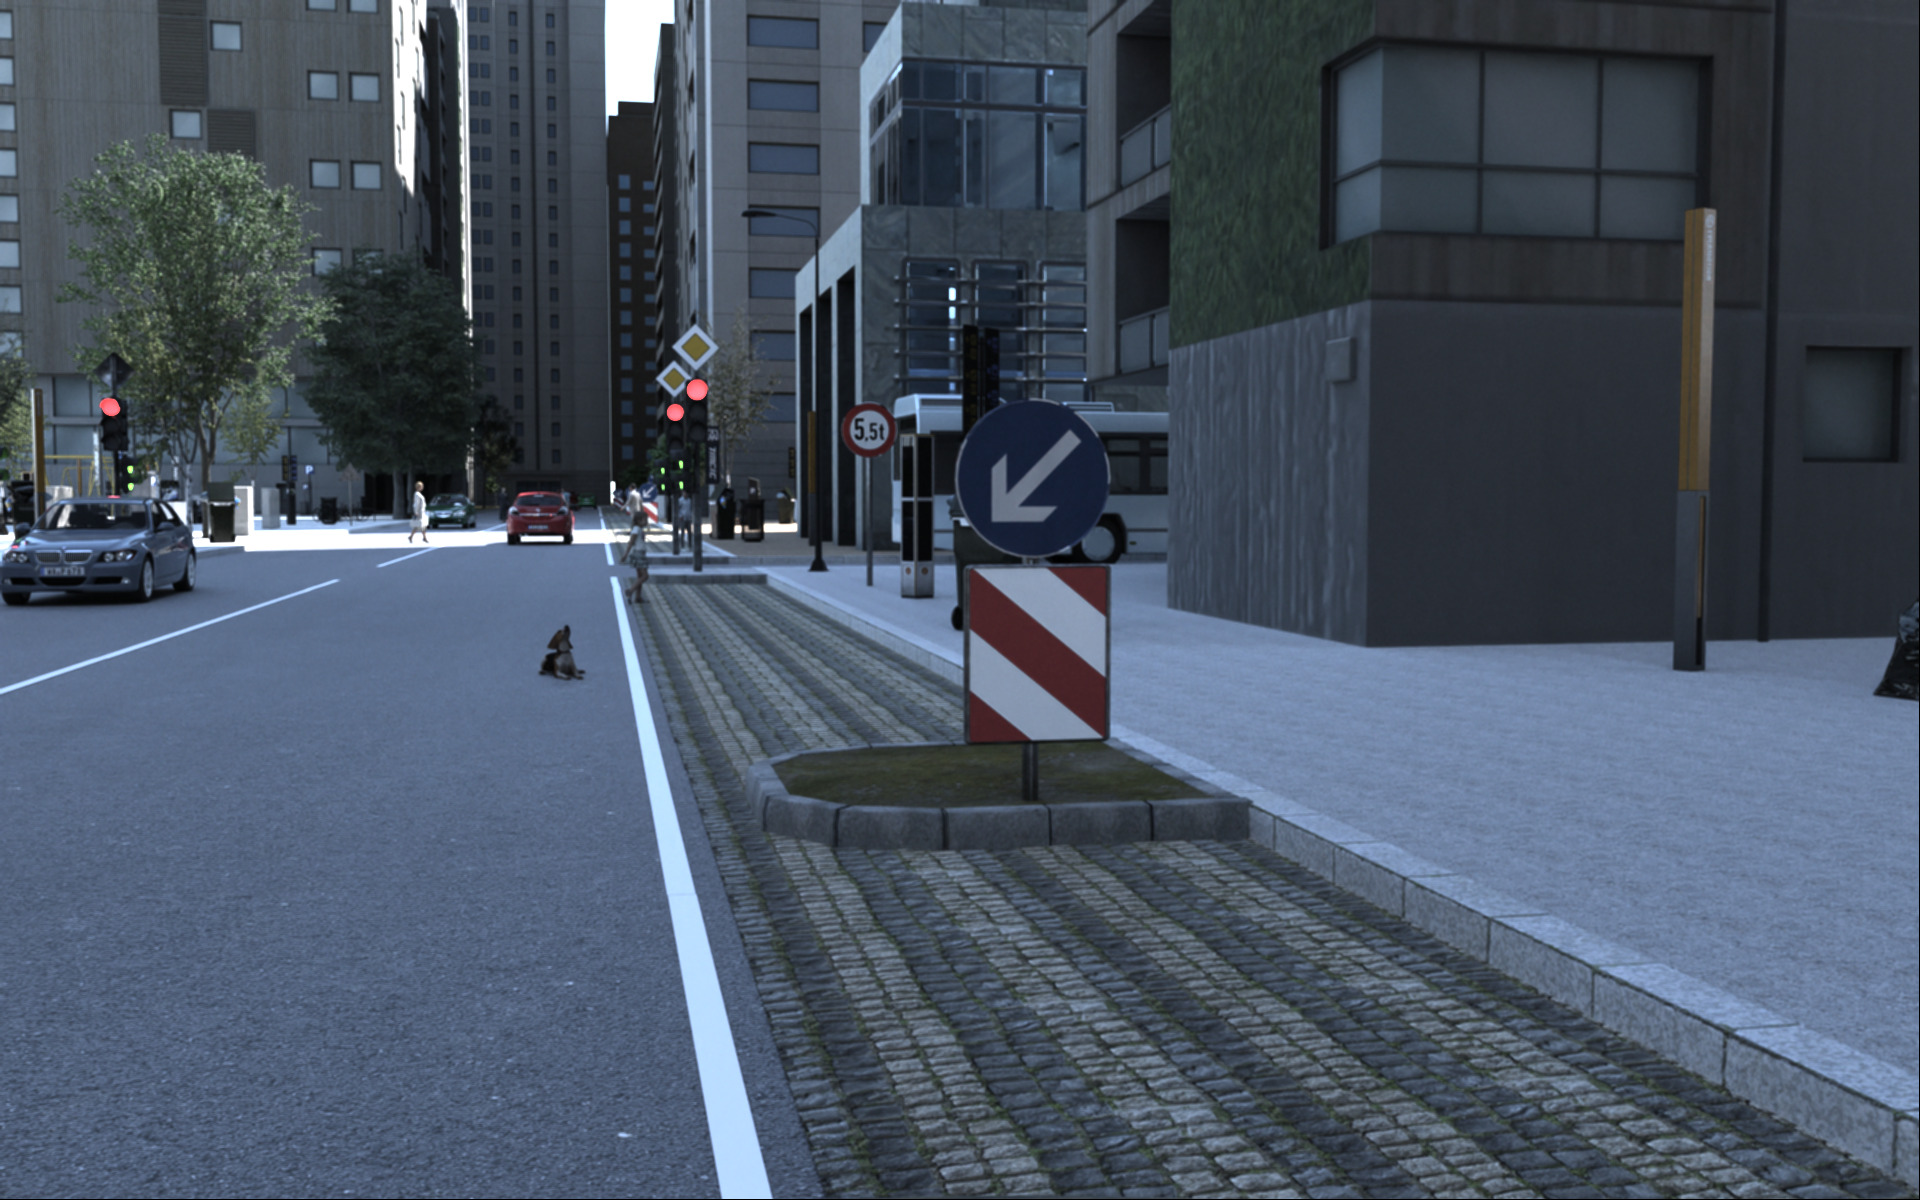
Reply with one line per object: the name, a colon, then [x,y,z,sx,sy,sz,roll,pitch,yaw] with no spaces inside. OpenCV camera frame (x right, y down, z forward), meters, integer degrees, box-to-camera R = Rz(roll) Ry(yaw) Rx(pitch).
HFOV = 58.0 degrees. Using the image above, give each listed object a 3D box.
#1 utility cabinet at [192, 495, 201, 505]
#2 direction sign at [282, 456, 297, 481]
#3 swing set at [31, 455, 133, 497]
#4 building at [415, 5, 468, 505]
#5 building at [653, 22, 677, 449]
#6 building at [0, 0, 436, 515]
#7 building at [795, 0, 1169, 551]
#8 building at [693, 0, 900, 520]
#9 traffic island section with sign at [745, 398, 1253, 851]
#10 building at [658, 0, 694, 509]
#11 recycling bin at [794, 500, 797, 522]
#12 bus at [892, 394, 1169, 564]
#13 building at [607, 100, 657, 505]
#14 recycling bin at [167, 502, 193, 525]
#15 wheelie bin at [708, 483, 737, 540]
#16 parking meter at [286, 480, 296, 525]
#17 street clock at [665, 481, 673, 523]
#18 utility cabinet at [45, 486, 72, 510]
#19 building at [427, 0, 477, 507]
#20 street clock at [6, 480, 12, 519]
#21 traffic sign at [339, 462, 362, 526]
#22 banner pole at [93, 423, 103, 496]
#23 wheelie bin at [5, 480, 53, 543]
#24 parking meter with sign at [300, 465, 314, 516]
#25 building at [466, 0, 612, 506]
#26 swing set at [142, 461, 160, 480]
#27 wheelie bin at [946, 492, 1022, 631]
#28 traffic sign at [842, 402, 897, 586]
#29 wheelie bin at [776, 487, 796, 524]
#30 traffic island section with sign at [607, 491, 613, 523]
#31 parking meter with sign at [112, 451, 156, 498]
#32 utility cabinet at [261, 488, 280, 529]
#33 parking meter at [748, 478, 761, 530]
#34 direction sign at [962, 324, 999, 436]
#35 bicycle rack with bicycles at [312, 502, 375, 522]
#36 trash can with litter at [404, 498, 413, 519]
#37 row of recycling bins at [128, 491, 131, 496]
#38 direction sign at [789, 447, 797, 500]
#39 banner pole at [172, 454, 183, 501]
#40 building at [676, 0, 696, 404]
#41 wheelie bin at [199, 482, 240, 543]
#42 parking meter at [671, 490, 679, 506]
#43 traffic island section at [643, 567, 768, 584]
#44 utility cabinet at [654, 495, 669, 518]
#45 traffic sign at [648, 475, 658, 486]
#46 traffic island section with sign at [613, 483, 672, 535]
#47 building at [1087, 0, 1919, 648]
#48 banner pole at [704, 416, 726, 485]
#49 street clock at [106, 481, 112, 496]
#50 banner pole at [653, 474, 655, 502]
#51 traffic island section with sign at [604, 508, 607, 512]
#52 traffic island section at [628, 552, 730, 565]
utility cabinet: [-43.818,-5.445,100.192,1.020,1.237,0.306,-1,4,-16]
direction sign: [-39.497,-6.734,102.090,0.876,3.537,0.379,0,4,3]
swing set: [-37.202,-4.641,73.505,3.119,2.851,2.862,-1,4,-16]
building: [-47.957,-27.920,140.092,14.154,41.232,14.086,-1,4,-12]
building: [-19.552,-33.688,174.498,21.300,48.544,21.600,-1,4,-12]
building: [-50.964,-32.314,117.577,28.713,52.752,27.495,-1,4,-12]
building: [10.690,-45.116,50.325,31.000,86.520,22.319,-1,4,-12]
building: [-4.528,-34.018,98.193,21.231,58.520,28.212,-1,4,-12]
traffic island section with sign: [0.048,0.044,7.901,1.989,1.847,2.006,-1,4,-12]
building: [-16.639,-43.707,152.857,20.563,71.187,20.611,-1,4,-12]
recycling bin: [-7.208,-4.039,78.597,0.722,1.027,0.722,-3,5,-43]
bus: [5.391,-2.406,34.198,13.247,3.499,2.948,-1,4,-13]
building: [-33.540,-33.728,201.558,14.200,45.320,14.600,-1,4,-12]
recycling bin: [-25.339,-2.657,55.999,0.722,1.027,0.722,2,4,33]
wheelie bin: [-6.721,-2.519,49.096,0.693,1.594,0.980,-2,4,-31]
parking meter: [-27.989,-4.083,72.465,0.255,1.863,0.399,-3,5,-44]
street clock: [-12.956,-4.443,77.217,0.358,2.002,0.471,-2,4,-31]
utility cabinet: [-25.249,-2.438,48.534,0.318,1.500,1.173,0,4,-4]
building: [-58.392,-44.528,166.289,20.611,71.187,20.563,-1,4,-12]
street clock: [-49.455,-5.245,90.318,0.471,2.002,0.358,2,4,23]
traffic sign: [-24.604,-4.276,69.917,0.884,2.594,0.081,0,4,-7]
banner pole: [-30.308,-4.338,60.951,0.863,3.779,0.401,3,5,44]
wheelie bin: [-21.521,-1.966,40.051,0.980,1.594,0.693,-2,4,-26]
parking meter with sign: [-39.318,-6.602,104.207,0.543,3.016,1.738,0,4,-7]
building: [-55.080,-40.279,200.554,28.212,58.520,21.231,-1,4,-12]
swing set: [-39.843,-5.188,82.445,3.119,2.851,2.862,-3,5,-42]
wheelie bin: [0.310,-0.514,16.304,0.980,1.594,0.693,2,4,29]
traffic sign: [-1.259,-1.469,24.124,0.768,2.556,0.104,0,4,-2]
wheelie bin: [-7.409,-4.019,73.620,0.693,1.594,0.980,1,4,13]
traffic island section with sign: [-16.656,-4.818,87.407,1.989,1.847,2.006,-1,4,-12]
parking meter with sign: [-27.317,-3.772,57.931,1.738,3.016,0.543,0,4,-2]
utility cabinet: [-25.426,-3.379,63.927,0.318,1.500,1.173,0,4,-4]
parking meter: [-7.363,-3.448,62.080,0.399,1.863,0.255,1,4,17]
direction sign: [0.285,-1.929,23.536,0.379,3.537,0.876,2,4,33]
bicycle rack with bicycles: [-28.872,-4.143,81.125,2.925,0.926,2.852,-3,5,-43]
trash can with litter: [-28.350,-4.704,88.295,0.624,1.170,1.055,1,4,8]
row of recycling bins: [-40.716,-4.847,86.358,1.069,1.692,3.534,-1,4,-17]
direction sign: [-7.948,-5.622,83.920,0.379,3.537,0.876,3,5,44]
banner pole: [-43.644,-6.526,96.711,0.863,3.779,0.401,1,4,13]
building: [-7.156,-33.107,130.538,28.713,52.752,27.495,-1,4,-12]
wheelie bin: [-19.460,-2.300,45.520,0.980,1.594,0.693,-2,4,-30]
parking meter: [-13.686,-4.570,83.137,0.372,1.533,0.369,0,3,0]
traffic island section: [-4.330,-0.395,28.743,2.009,0.180,2.903,-1,4,-12]
utility cabinet: [-16.012,-4.998,92.886,1.020,1.237,0.306,3,5,45]
traffic sign: [-18.407,-6.377,104.375,0.768,2.556,0.104,0,4,-3]
traffic island section with sign: [-11.051,-3.187,60.729,1.989,1.847,2.006,-1,4,-12]
building: [8.851,-20.656,21.324,14.154,41.232,14.086,-1,4,-12]
banner pole: [-7.813,-4.026,55.846,0.863,3.779,0.401,0,4,-1]
street clock: [-47.972,-5.691,97.617,0.358,2.002,0.471,-2,4,-27]
banner pole: [-17.486,-6.663,98.960,0.401,3.779,0.863,0,4,-5]
traffic island section with sign: [-26.883,-7.800,136.150,1.989,1.847,2.006,-1,4,-12]
traffic island section: [-5.971,-0.873,36.558,2.009,0.180,2.903,-1,4,-12]
